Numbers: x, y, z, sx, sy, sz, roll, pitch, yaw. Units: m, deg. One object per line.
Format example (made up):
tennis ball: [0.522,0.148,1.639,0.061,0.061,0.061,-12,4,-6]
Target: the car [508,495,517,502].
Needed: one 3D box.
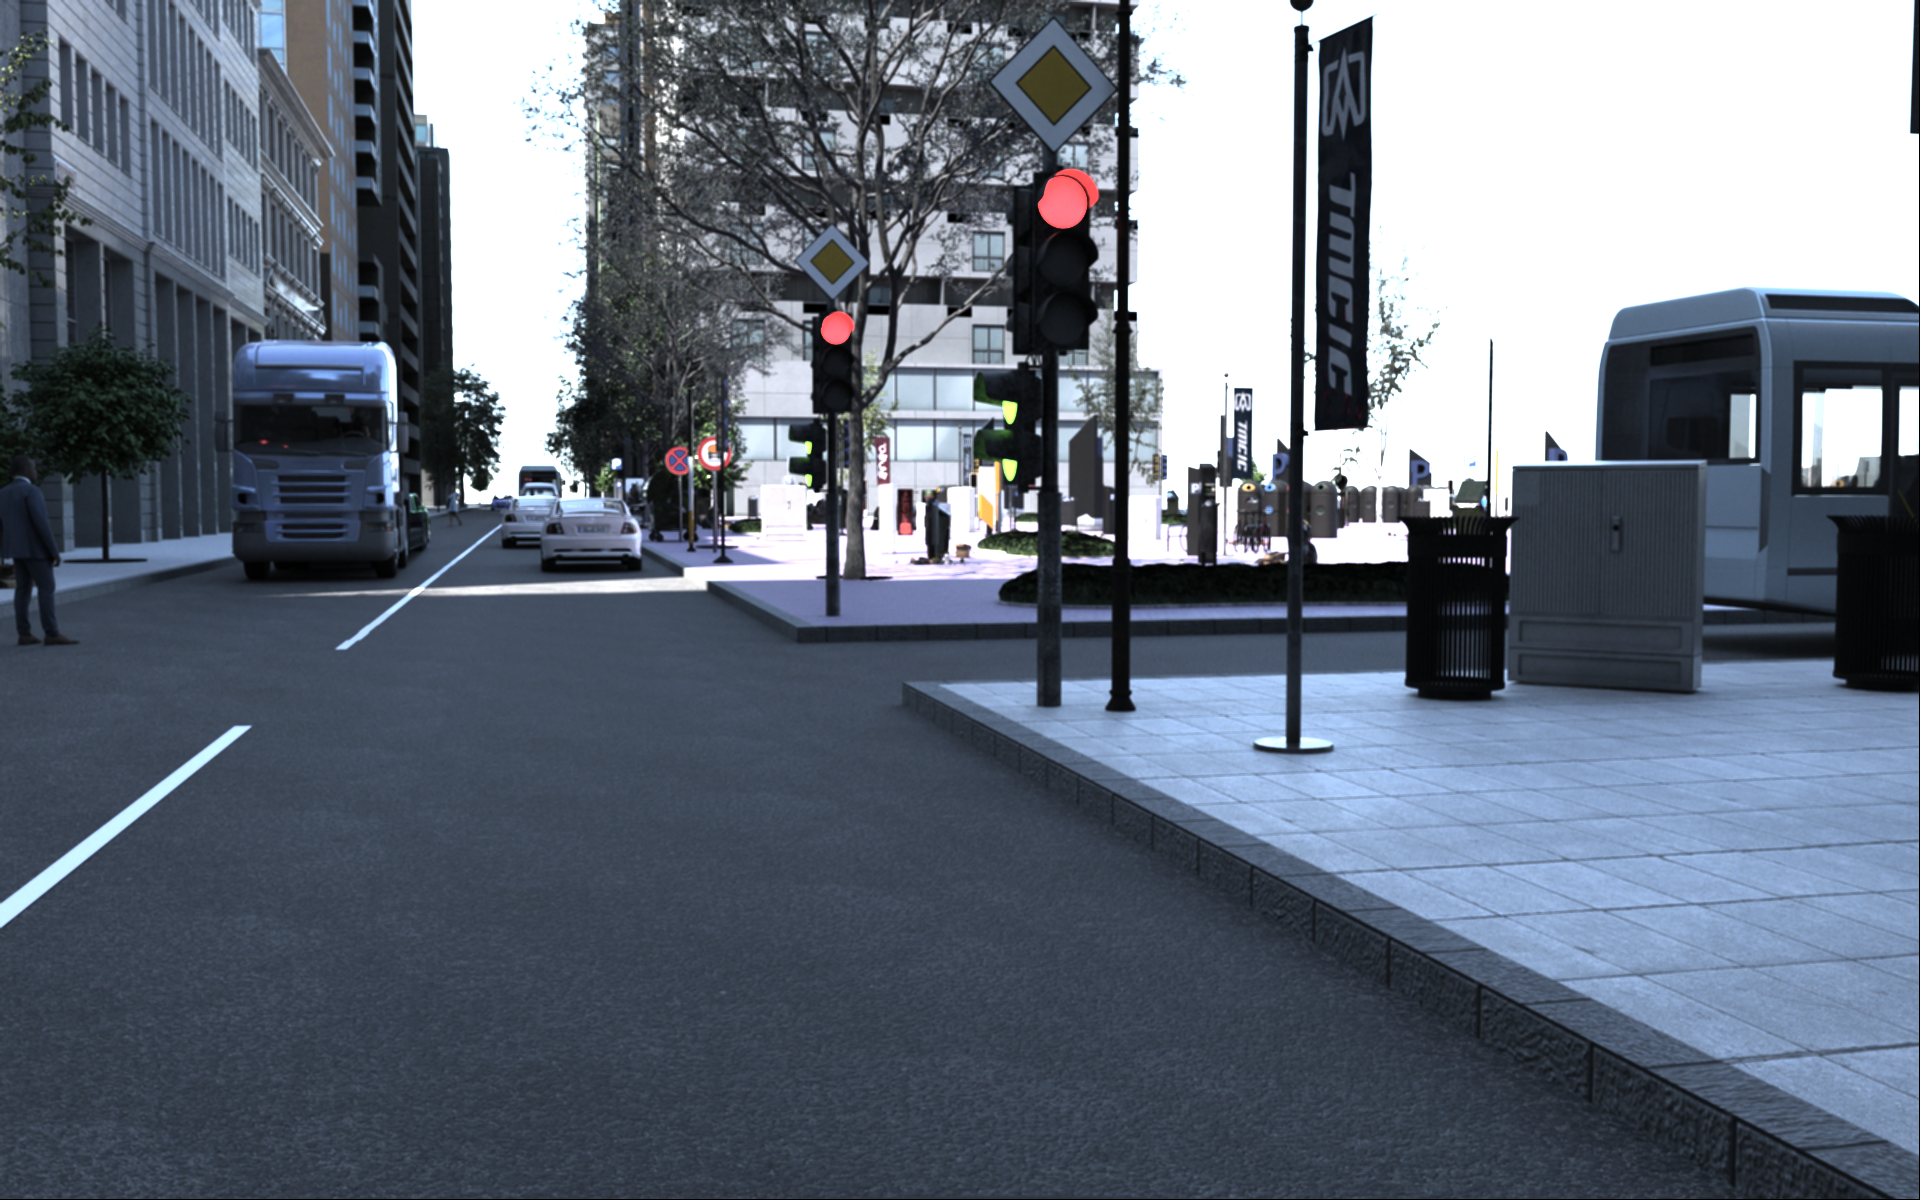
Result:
car: [-60.347,-13.416,231.711,2.083,1.381,4.827,-1,4,-12]

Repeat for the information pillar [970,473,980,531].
information pillar: [0.532,-3.434,60.640,0.304,2.012,0.304,1,4,19]

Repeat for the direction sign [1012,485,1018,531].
direction sign: [1.859,-4.082,58.734,0.379,3.537,0.876,-2,4,-24]

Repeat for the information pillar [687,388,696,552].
information pillar: [-6.011,-2.894,38.672,0.183,3.616,0.504,0,4,-6]

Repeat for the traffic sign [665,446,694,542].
traffic sign: [-7.428,-2.805,45.975,0.768,2.556,0.104,0,4,-5]

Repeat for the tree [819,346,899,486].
tree: [-4.966,-8.338,86.696,4.737,8.622,4.395,0,3,0]

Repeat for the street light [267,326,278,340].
street light: [-18.892,-4.586,47.774,0.468,5.910,1.993,-1,4,-14]

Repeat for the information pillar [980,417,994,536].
information pillar: [0.823,-3.737,52.452,0.504,3.616,0.183,-2,4,-32]

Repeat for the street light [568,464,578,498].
street light: [-40.751,-12.841,182.744,0.468,5.910,1.993,-1,4,-14]

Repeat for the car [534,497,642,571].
car: [-7.189,-1.300,33.614,2.083,1.381,4.827,-1,4,-13]

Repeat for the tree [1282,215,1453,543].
tree: [10.930,-5.836,45.788,4.360,8.622,3.978,0,3,0]

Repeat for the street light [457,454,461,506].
street light: [-44.711,-11.112,154.473,0.468,5.910,1.993,-1,4,-14]

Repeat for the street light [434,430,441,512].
street light: [-37.012,-9.172,122.756,0.468,5.910,1.993,-1,4,-14]

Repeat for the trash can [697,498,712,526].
trash can: [-10.354,-3.570,70.023,0.748,1.137,0.748,0,3,0]

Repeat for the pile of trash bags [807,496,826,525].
pile of trash bags: [-6.234,-3.870,73.032,3.447,1.369,1.912,-2,4,-24]

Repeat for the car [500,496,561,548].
car: [-11.535,-2.145,47.428,2.083,1.381,4.827,-1,4,-12]

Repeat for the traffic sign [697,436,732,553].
traffic sign: [-5.370,-2.312,37.903,0.768,2.556,0.104,-1,4,-13]

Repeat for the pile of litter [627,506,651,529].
pile of litter: [-11.958,-3.060,64.000,1.176,0.858,1.719,-1,4,-18]

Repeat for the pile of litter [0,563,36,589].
pile of litter: [-13.296,-0.618,24.067,1.176,0.858,1.719,0,4,-7]

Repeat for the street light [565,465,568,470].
street light: [-48.393,-14.782,214.475,0.468,5.910,1.993,-1,4,-14]

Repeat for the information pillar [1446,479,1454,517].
information pillar: [24.462,-5.017,86.521,0.304,2.012,0.304,0,4,1]

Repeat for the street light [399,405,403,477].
street light: [-29.168,-7.196,90.436,0.468,5.910,1.993,-1,4,-14]

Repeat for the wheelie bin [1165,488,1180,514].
wheelie bin: [10.456,-4.725,85.158,0.693,1.594,0.980,1,4,13]

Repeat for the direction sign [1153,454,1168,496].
direction sign: [11.412,-6.526,98.701,0.876,3.537,0.379,0,4,-6]

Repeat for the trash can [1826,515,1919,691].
trash can: [6.128,0.013,11.449,0.748,1.137,0.748,0,3,0]

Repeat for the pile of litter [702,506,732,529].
pile of litter: [-8.876,-3.070,64.161,1.176,0.858,1.719,3,5,41]

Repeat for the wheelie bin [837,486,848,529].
wheelie bin: [-4.461,-3.441,64.168,0.693,1.594,0.980,-2,4,-23]

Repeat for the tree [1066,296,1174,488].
tree: [5.984,-6.947,63.944,4.360,8.622,3.978,0,3,0]

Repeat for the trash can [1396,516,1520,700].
trash can: [3.142,0.042,10.972,0.748,1.137,0.748,0,3,0]

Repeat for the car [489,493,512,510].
car: [-40.550,-8.772,153.007,1.945,1.707,3.694,-1,4,-14]

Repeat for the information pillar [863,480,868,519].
information pillar: [-4.978,-5.242,90.198,0.304,2.012,0.304,0,4,7]

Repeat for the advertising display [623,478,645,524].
advertising display: [-12.752,-3.827,67.788,0.123,1.923,0.974,3,5,42]

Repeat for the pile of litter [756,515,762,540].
pile of litter: [-5.127,-2.122,48.654,1.176,0.858,1.719,-1,4,-13]

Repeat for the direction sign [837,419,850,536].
direction sign: [-3.595,-3.710,52.656,0.379,3.537,0.876,3,5,41]

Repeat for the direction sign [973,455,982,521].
direction sign: [1.030,-5.546,82.679,0.876,3.537,0.379,1,4,22]

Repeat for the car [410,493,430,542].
car: [-16.327,-2.508,49.802,1.959,1.807,4.718,-1,4,-12]

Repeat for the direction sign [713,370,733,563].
direction sign: [-4.417,-2.459,32.200,0.379,3.537,0.876,0,4,6]

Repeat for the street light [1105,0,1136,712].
street light: [0.954,-2.283,10.115,0.468,5.910,1.993,-1,4,-14]

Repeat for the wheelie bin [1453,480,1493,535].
wheelie bin: [11.695,-1.932,39.504,0.980,1.594,0.693,3,5,45]

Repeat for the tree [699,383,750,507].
tree: [-12.747,-8.379,87.365,4.360,8.622,3.978,0,3,0]

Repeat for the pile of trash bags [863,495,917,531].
pile of trash bags: [-2.457,-3.134,60.991,3.447,1.369,1.912,-3,4,-38]

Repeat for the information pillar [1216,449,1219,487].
information pillar: [13.435,-5.988,89.253,0.504,3.616,0.183,0,4,-6]

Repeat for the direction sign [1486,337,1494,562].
direction sign: [7.797,-2.049,25.506,0.379,3.537,0.876,1,4,19]

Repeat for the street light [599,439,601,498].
street light: [-21.168,-7.887,101.746,0.468,5.910,1.993,-1,4,-14]

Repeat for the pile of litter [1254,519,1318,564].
pile of litter: [5.615,-0.979,29.972,1.176,0.858,1.719,3,4,38]

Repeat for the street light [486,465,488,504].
street light: [-64.333,-16.061,235.378,0.468,5.910,1.993,-1,4,-14]
